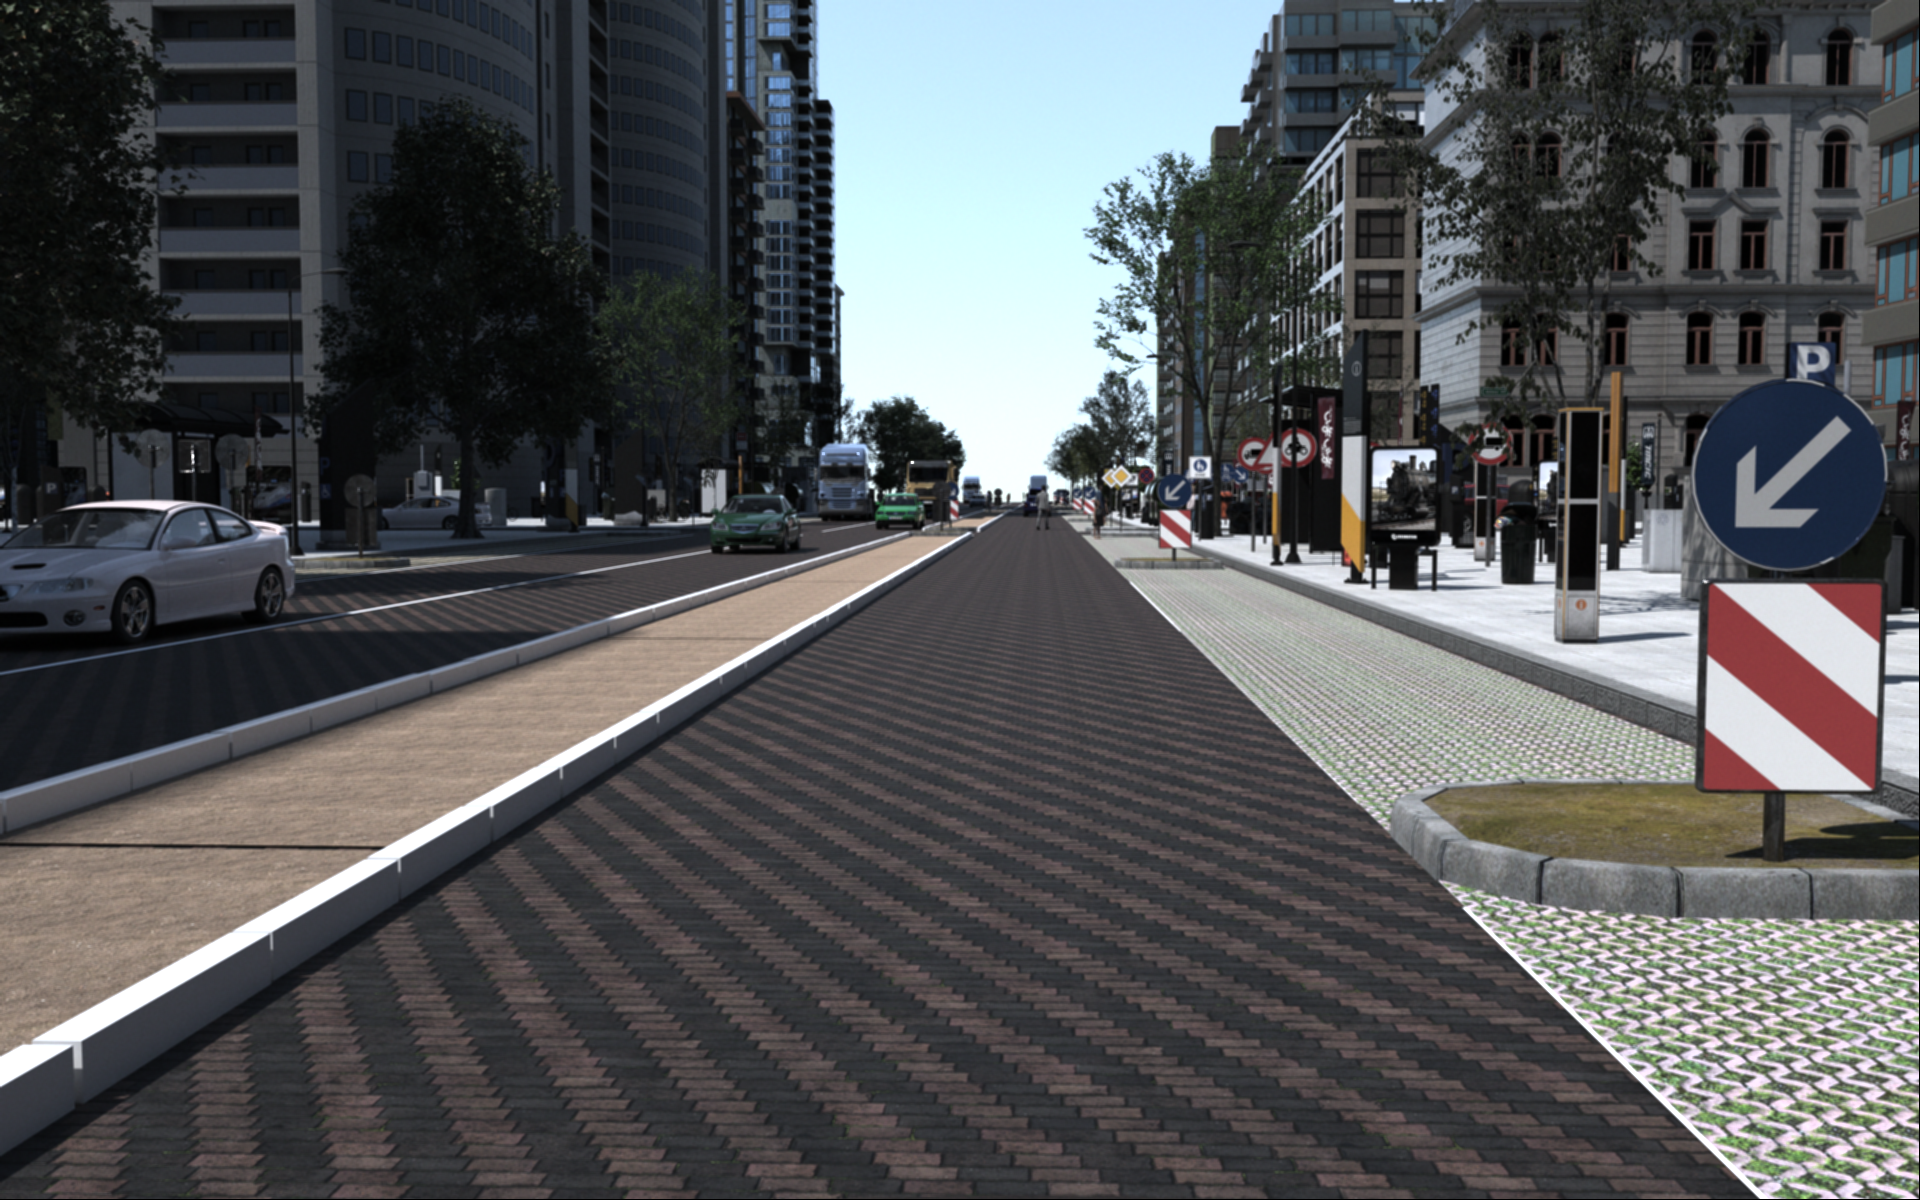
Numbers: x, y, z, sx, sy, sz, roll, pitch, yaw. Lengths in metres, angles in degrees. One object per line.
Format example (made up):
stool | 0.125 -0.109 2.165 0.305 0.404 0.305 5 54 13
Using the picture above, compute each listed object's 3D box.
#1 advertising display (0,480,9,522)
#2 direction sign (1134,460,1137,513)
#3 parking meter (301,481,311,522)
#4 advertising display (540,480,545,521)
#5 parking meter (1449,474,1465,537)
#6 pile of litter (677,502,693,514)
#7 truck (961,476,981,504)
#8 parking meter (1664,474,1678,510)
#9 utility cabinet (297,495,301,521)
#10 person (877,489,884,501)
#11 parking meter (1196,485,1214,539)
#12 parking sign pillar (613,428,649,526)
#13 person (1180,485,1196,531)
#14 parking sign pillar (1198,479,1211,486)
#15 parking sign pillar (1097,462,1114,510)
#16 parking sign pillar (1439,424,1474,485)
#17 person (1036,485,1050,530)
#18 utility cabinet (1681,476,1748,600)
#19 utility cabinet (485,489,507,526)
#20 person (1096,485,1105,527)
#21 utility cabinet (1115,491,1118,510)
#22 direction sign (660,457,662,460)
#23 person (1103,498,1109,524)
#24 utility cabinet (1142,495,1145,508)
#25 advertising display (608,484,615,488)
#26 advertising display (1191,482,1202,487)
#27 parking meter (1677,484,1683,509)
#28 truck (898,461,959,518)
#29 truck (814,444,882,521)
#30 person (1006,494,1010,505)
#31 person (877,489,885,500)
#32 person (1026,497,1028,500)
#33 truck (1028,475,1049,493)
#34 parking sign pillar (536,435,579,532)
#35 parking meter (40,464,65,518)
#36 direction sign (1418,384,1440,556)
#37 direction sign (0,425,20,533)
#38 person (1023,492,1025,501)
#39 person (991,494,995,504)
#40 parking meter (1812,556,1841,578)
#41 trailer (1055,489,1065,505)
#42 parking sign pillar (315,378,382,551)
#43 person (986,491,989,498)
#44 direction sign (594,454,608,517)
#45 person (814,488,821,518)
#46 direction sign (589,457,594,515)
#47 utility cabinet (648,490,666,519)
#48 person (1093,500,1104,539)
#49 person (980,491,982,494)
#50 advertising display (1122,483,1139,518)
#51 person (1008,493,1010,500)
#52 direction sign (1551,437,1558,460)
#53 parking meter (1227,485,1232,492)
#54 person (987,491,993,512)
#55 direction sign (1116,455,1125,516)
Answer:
advertising display | -44.498 -4.588 80.227 0.974 1.923 0.123 1 4 16
direction sign | 11.773 -7.600 116.259 0.379 3.537 0.876 1 4 12
parking meter | -29.692 -4.462 78.667 0.399 1.863 0.255 2 4 30
advertising display | -19.151 -4.635 80.999 0.974 1.923 0.123 0 4 4
parking meter | 14.744 -2.793 51.375 0.399 1.863 0.255 3 5 43
pile of litter | -17.878 -5.928 110.894 1.719 0.858 1.176 -1 4 -9
truck | 2.175 -16.814 264.670 2.967 4.110 18.799 0 4 4
parking meter | 20.890 -2.766 50.934 0.399 1.863 0.255 -3 5 -45
utility cabinet | -31.895 -4.405 83.177 0.306 1.237 1.020 -2 4 -31
person | -5.671 -7.033 123.834 0.599 1.781 0.374 0 4 -6
parking meter | 7.018 -2.490 49.120 0.372 1.533 0.369 0 3 0
parking sign pillar | -13.411 -5.022 70.585 1.447 3.967 1.447 1 4 18
person | 8.071 -3.162 60.875 0.731 1.740 0.598 0 4 5
parking sign pillar | 15.439 -7.279 107.484 1.447 3.967 1.447 0 4 -6
parking sign pillar | 11.706 -9.227 139.330 1.447 3.967 1.447 0 4 7
parking sign pillar | 18.969 -4.757 66.256 1.447 3.967 1.447 -1 4 -10
person | 3.317 -3.711 69.443 0.678 1.792 0.850 2 4 29
utility cabinet | 8.935 -0.722 20.483 0.318 1.500 1.173 0 4 1
utility cabinet | -18.595 -3.711 69.349 0.318 1.500 1.173 -3 5 -44
person | 5.725 -3.783 70.542 0.419 1.800 0.721 -1 4 -8
utility cabinet | 12.789 -8.101 141.127 0.318 1.500 1.173 -1 4 -15
direction sign | -18.118 -6.906 104.911 0.379 3.537 0.876 0 4 -1
person | 6.838 -4.159 81.161 0.373 1.253 0.362 0 4 -6
utility cabinet | 9.221 -4.391 82.955 1.020 1.237 0.306 3 4 39
advertising display | -23.251 -6.766 115.842 0.123 1.923 0.974 3 5 43
advertising display | 12.600 -5.406 93.598 0.974 1.923 0.123 -1 4 -10
parking meter | 18.328 -2.166 43.822 0.372 1.533 0.369 0 3 0
truck | -1.624 -6.504 102.256 3.469 3.379 9.791 0 4 3
truck | -5.955 -6.633 98.215 2.967 4.110 18.799 0 4 1
person | 6.513 -13.712 235.957 1.065 1.426 0.557 3 5 45
person | -6.525 -8.337 144.770 1.348 1.831 0.705 3 5 43
person | 10.342 -15.717 266.945 0.415 1.643 0.593 2 4 26
truck | 10.959 -15.418 241.850 2.967 4.110 18.799 0 4 3
parking sign pillar | -13.822 -4.338 59.398 1.447 3.967 1.447 -2 4 -33
parking meter | -17.968 -1.750 34.326 0.399 1.863 0.255 -1 4 -23
direction sign | 9.737 -2.692 36.012 0.379 3.537 0.876 -1 4 -9
direction sign | -31.440 -3.977 57.027 0.876 3.537 0.379 -1 4 -20
person | 10.434 -16.617 281.009 0.721 1.723 1.217 0 4 1
person | 4.694 -15.461 261.989 1.217 1.736 0.721 -1 4 -12
parking meter | 7.580 -0.422 15.305 0.372 1.533 0.369 0 3 0
trailer | 12.036 -12.232 207.043 1.471 1.999 3.904 0 4 1
parking sign pillar | -14.114 -3.143 39.858 1.447 3.967 1.447 2 4 27
person | 3.740 -13.384 227.192 0.599 1.838 0.709 -1 4 -19
direction sign | -20.317 -6.529 98.750 0.379 3.537 0.876 -3 5 -41
person | -8.472 -5.829 104.206 0.661 1.777 0.834 1 4 21
direction sign | -22.701 -7.063 107.481 0.379 3.537 0.876 2 4 28
utility cabinet | -15.673 -4.887 88.589 1.173 1.500 0.318 -1 4 -17
person | 4.399 -2.553 54.913 0.362 1.253 0.373 -2 4 -27
person | 2.904 -14.166 240.106 0.705 1.826 1.348 -1 4 -21
advertising display | 9.089 -5.357 92.797 0.974 1.923 0.123 1 4 21
person | 7.781 -16.032 272.096 0.415 1.643 0.593 -1 4 -16
direction sign | 23.655 -4.672 68.386 0.379 3.537 0.876 -2 4 -24
parking meter | 16.266 -6.065 104.873 0.255 1.863 0.399 -3 5 -43
person | 2.320 -7.751 136.227 0.522 1.701 0.512 -2 4 -24
direction sign | 9.365 -6.676 101.146 0.379 3.537 0.876 -2 4 -26
